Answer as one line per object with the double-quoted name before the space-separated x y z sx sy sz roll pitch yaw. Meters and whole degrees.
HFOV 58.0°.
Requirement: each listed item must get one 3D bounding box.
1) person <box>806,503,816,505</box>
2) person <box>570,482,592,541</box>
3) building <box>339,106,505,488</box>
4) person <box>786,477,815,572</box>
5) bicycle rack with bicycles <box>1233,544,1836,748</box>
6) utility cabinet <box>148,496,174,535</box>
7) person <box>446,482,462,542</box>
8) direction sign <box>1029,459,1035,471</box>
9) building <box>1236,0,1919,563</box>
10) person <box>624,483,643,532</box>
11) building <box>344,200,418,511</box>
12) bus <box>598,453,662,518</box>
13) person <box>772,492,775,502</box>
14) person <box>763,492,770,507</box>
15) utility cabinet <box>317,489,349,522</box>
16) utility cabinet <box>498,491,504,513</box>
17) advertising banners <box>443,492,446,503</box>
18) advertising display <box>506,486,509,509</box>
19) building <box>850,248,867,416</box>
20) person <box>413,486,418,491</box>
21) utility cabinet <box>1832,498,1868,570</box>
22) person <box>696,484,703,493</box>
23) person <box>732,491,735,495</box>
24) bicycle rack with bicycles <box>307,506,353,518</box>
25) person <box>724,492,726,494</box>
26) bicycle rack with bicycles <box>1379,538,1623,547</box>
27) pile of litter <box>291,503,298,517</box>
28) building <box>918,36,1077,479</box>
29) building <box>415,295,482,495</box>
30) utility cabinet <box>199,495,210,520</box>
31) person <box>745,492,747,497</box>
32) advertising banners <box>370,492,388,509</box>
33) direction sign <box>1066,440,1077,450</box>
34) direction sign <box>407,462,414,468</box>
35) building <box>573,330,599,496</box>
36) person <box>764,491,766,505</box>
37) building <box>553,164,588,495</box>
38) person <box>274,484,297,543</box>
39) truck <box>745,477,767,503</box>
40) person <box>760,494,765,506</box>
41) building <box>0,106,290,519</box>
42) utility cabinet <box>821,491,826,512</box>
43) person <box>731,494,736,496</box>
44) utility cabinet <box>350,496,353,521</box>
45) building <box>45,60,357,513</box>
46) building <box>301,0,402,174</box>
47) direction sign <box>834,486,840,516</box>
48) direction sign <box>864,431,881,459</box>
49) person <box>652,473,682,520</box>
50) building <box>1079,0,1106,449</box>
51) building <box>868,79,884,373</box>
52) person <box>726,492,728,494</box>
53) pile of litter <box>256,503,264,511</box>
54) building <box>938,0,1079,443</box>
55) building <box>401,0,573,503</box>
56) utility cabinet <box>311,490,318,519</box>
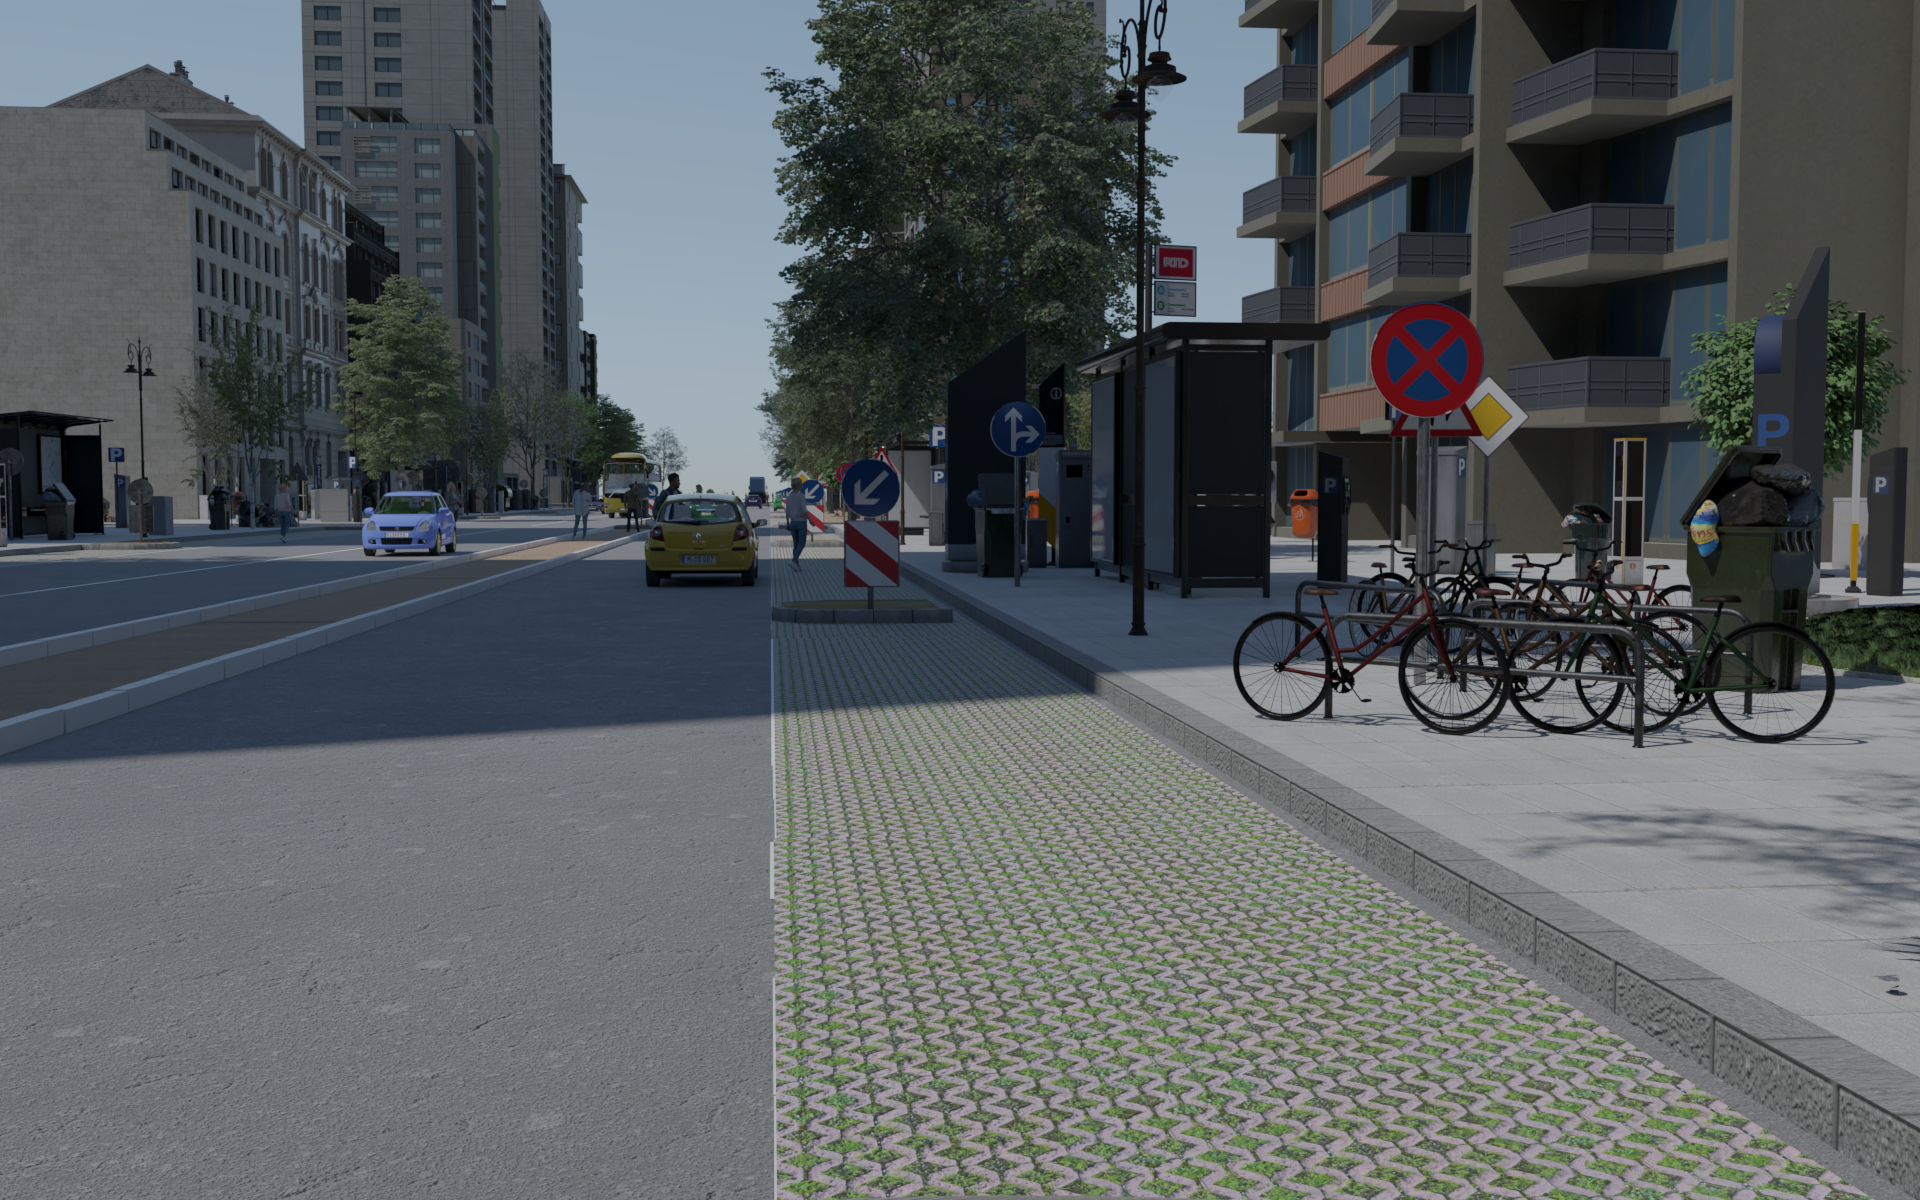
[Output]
"person" -5.629 -3.375 64.037 0.716 1.782 0.532 -3 5 -42
"person" -11.511 -2.680 52.576 0.793 1.790 0.793 -3 4 -36
"building" -57.193 -30.688 185.348 14.154 41.232 14.086 0 4 -6
"person" -2.991 -1.394 31.969 0.731 1.740 0.598 2 4 25
"bicycle rack with bicycles" 3.383 0.221 9.772 2.925 0.926 2.852 3 5 42
"utility cabinet" -25.009 -2.633 54.209 1.020 1.237 0.306 3 4 37
"person" -15.208 -2.656 52.114 0.537 1.800 0.526 -3 5 -45
"direction sign" 4.370 -7.193 109.600 0.876 3.537 0.379 2 4 35
"building" 19.642 -23.881 45.072 22.147 44.769 28.867 0 4 -6
"person" -12.311 -3.477 65.258 0.656 1.842 0.836 -3 5 -39
"building" -50.446 -18.696 135.357 12.332 23.373 15.834 0 4 -6
"bus" -20.174 -7.062 107.017 2.896 3.916 12.252 0 4 -5
"person" -33.159 -18.244 307.500 0.721 1.736 1.217 1 4 19
"person" -21.574 -11.234 192.971 0.445 1.727 0.742 3 5 43
"utility cabinet" -28.312 -4.262 78.363 1.173 1.500 0.318 -1 4 -17
"utility cabinet" -31.302 -6.691 118.083 0.318 1.500 1.173 -1 4 -13
"advertising banners" -31.774 -6.783 107.097 0.090 3.025 2.074 -1 4 -9
"advertising display" -34.731 -7.797 132.696 0.123 1.923 0.974 -2 4 -27
"building" -7.864 -39.481 300.135 22.147 44.769 28.867 0 4 -6
"person" -20.633 -3.455 65.566 0.480 1.755 0.524 -1 4 -23
"utility cabinet" 15.317 -1.121 29.488 0.306 1.237 1.020 -1 4 -9
"person" -9.698 -3.409 64.425 0.728 1.800 0.709 1 4 16
"person" -25.016 -11.137 190.608 0.705 1.821 1.348 -3 4 -36
"bicycle rack with bicycles" -34.408 -4.981 94.821 2.925 0.926 2.852 -1 4 -23
"person" -39.455 -17.210 290.593 1.217 1.736 0.721 1 4 10
"bicycle rack with bicycles" 3.871 0.002 13.342 2.852 0.926 2.925 -1 4 -21
"pile of litter" -36.725 -5.002 95.755 1.176 0.858 1.719 -1 4 -12
"building" 3.396 -31.897 171.625 14.600 45.320 14.200 0 4 -6
"building" -61.856 -19.496 163.806 27.650 21.520 28.899 0 4 -6
"utility cabinet" -37.652 -4.612 86.563 1.020 1.237 0.306 3 5 45
"person" -35.948 -17.216 290.899 0.530 1.710 0.541 0 4 -3
"advertising banners" -40.945 -7.775 123.314 2.074 3.025 0.090 -3 4 -38
"direction sign" 4.509 -4.952 72.968 0.876 3.537 0.379 -1 4 -14
"direction sign" -38.621 -7.895 121.085 0.876 3.537 0.379 -1 4 -12
"building" -70.397 -32.285 299.562 14.160 30.474 14.107 0 4 -6
"person" -25.328 -13.239 224.984 1.348 1.821 0.705 -1 4 -21
"building" -75.052 -42.095 277.489 28.713 52.752 27.495 0 4 -6
"person" -19.785 -2.542 50.732 0.731 1.740 0.598 0 4 0
"truck" -30.868 -16.638 261.793 2.967 4.110 18.799 0 4 -4
"person" -24.464 -12.399 214.479 1.065 1.426 0.557 3 5 45
"building" -44.452 -14.658 94.413 10.420 20.320 16.860 0 4 -6
"utility cabinet" -9.625 -6.931 122.005 0.318 1.500 1.173 -1 4 -9
"person" -34.947 -15.731 266.529 1.217 1.723 0.721 -1 4 -18
"utility cabinet" -29.030 -4.348 82.250 0.306 1.237 1.020 -1 4 -15
"building" -49.587 -20.020 114.721 14.401 28.519 23.554 0 4 -6
"building" -63.029 -46.702 201.827 20.563 71.187 20.611 0 4 -6
"direction sign" -7.303 -6.776 102.776 0.379 3.537 0.876 1 4 17
"direction sign" -3.105 -4.304 62.367 0.876 3.537 0.379 -3 5 -44
"person" -5.284 -1.445 32.103 0.794 1.824 0.713 -3 4 -37
"building" 3.872 -45.919 189.029 20.563 71.187 20.611 0 4 -6
"building" -5.963 -51.103 273.786 20.563 71.187 20.611 0 4 -6
"person" -41.383 -18.321 308.834 0.721 1.735 1.217 1 4 14
"pile of litter" -35.798 -4.555 88.444 1.719 0.858 1.176 1 4 20
"building" 2.074 -47.185 209.732 20.563 71.187 20.611 0 4 -6
"building" -68.049 -49.855 253.381 20.563 71.187 20.611 0 4 -6
"utility cabinet" -32.641 -4.835 87.731 0.318 1.500 1.173 -2 4 -29
